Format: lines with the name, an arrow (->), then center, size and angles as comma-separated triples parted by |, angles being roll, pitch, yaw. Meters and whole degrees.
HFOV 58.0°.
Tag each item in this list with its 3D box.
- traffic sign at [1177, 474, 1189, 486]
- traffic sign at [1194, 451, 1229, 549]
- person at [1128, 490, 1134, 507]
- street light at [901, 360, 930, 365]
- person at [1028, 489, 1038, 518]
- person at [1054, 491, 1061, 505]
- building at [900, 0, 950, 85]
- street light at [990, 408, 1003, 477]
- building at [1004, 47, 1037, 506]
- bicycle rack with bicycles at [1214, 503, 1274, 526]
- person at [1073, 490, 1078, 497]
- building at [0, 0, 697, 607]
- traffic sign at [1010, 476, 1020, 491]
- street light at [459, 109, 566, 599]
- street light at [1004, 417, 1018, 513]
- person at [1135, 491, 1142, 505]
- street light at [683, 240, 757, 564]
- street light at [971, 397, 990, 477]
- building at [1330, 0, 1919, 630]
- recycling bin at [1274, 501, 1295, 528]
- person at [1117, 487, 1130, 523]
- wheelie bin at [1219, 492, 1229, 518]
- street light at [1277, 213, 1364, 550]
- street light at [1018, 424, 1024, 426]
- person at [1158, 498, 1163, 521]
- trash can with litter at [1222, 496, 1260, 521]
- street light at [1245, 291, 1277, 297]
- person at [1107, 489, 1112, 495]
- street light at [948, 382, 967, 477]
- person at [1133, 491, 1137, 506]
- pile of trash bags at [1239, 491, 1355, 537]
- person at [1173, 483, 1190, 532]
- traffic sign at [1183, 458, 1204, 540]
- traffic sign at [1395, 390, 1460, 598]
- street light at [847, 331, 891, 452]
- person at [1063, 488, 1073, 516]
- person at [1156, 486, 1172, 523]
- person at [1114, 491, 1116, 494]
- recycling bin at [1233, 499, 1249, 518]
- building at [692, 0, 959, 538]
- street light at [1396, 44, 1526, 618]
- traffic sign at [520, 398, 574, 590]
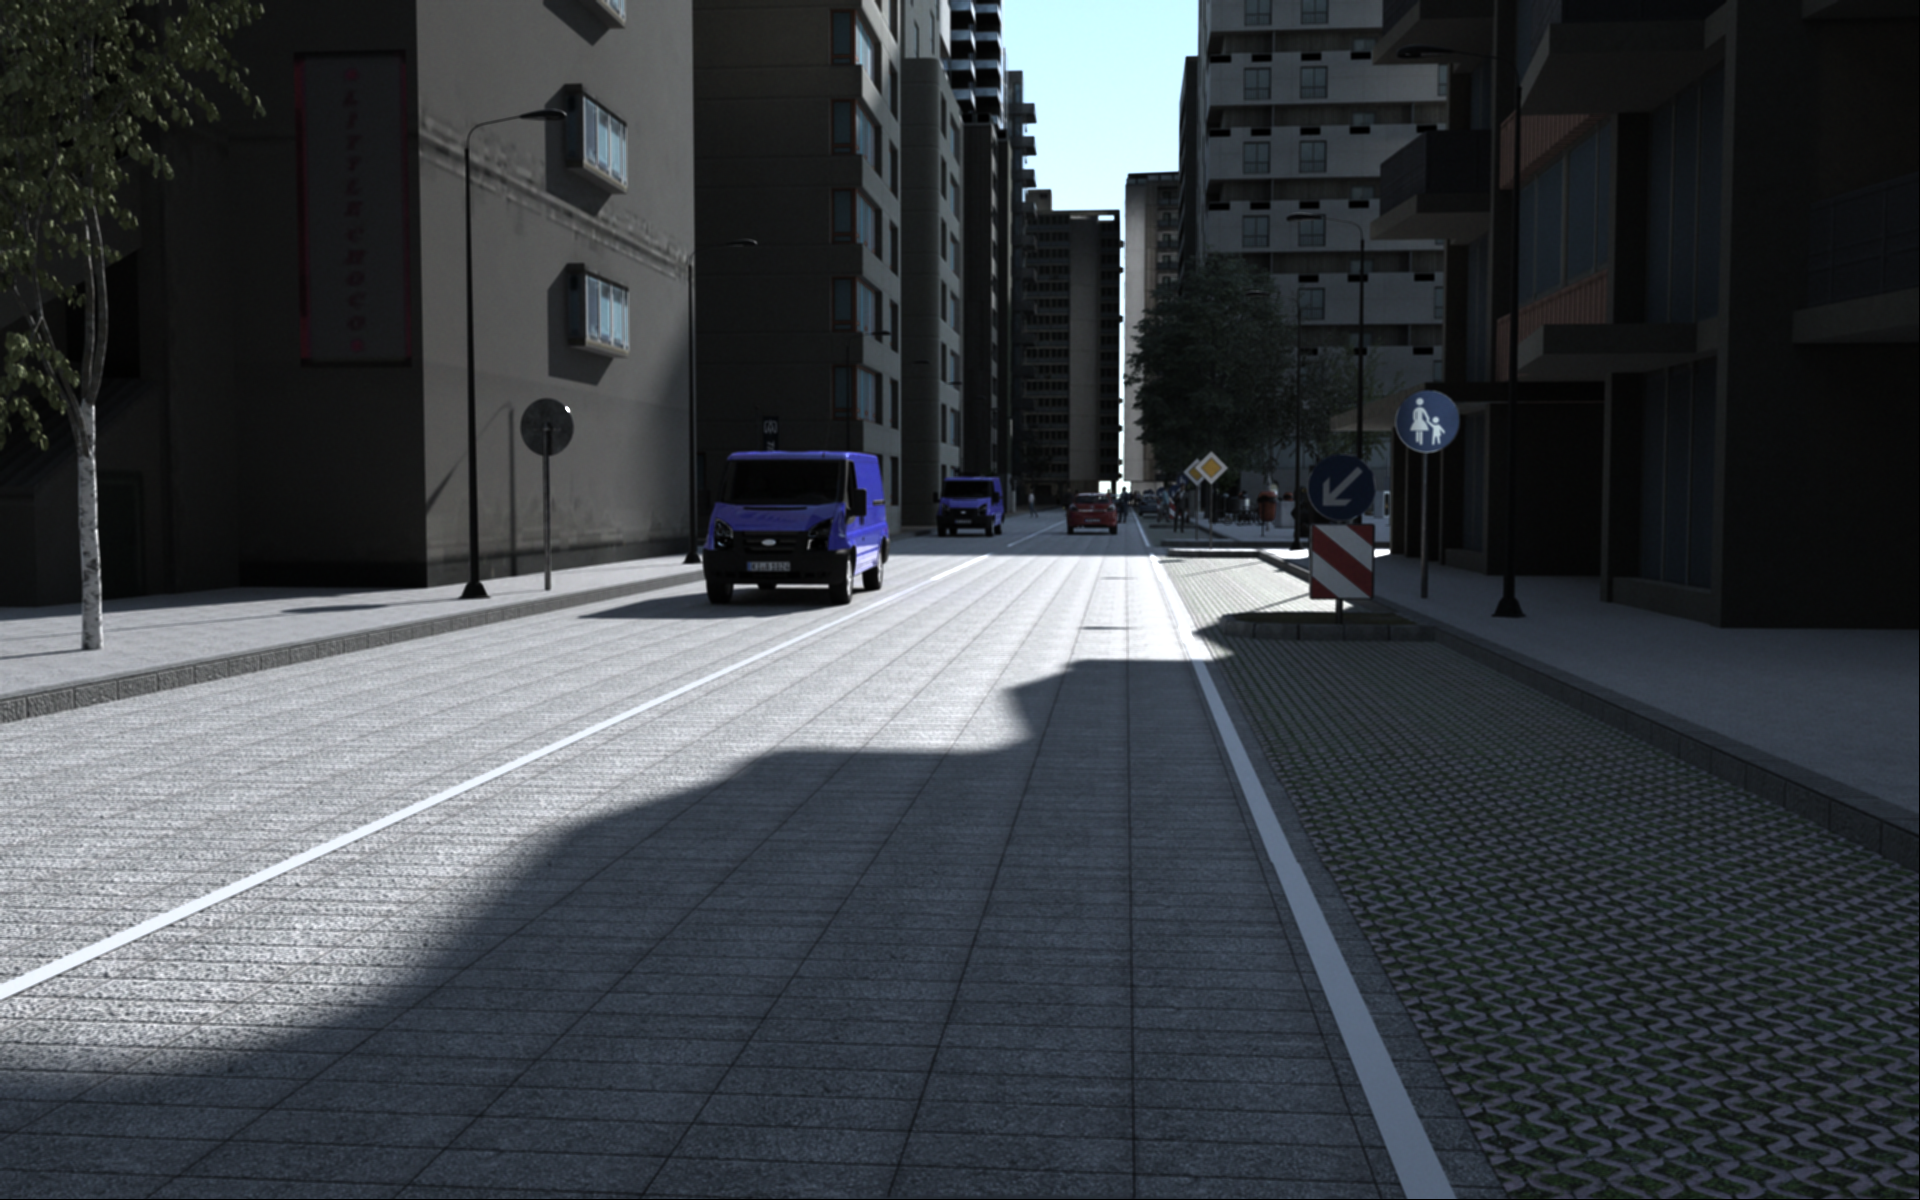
traffic sign -> 14.443, -6.866, 112.371 | 0.768, 2.556, 0.104 | 1, 4, 9
traffic sign -> 5.817, -2.232, 40.142 | 0.795, 2.450, 0.064 | 0, 4, 5
person -> 18.798, -11.103, 189.899 | 0.709, 1.838, 0.599 | -2, 4, -28
street light -> -1.724, -5.364, 60.244 | 1.470, 5.913, 1.316 | 0, 4, 5
person -> 4.457, -5.855, 104.906 | 0.598, 1.740, 0.731 | 1, 4, 17
person -> 11.567, -12.009, 204.942 | 1.348, 1.812, 0.705 | -3, 5, -42
building -> -14.996, -31.559, 105.221 | 28.713, 52.752, 27.495 | 0, 4, 5
street light -> 1.455, -7.400, 93.529 | 1.470, 5.913, 1.316 | 0, 4, 5
building -> -7.165, -34.740, 187.607 | 30.456, 49.044, 23.786 | 0, 4, 5
bicycle rack with bicycles -> 11.931, -3.549, 71.403 | 2.925, 0.926, 2.852 | -2, 4, -24
person -> 10.892, -9.331, 161.068 | 1.348, 1.823, 0.705 | 3, 5, 40
building -> -17.306, -24.695, 27.462 | 21.600, 48.544, 21.300 | 0, 4, 5
traffic sign -> 3.821, -7.374, 120.664 | 0.768, 2.556, 0.104 | 1, 4, 13
street light -> -5.446, -2.971, 21.121 | 1.470, 5.913, 1.316 | 0, 4, 5
street light -> 2.569, -8.054, 104.223 | 1.470, 5.913, 1.316 | 0, 4, 5
person -> 17.243, -9.643, 167.099 | 0.756, 1.711, 0.436 | 0, 4, 6
street light -> -4.408, -3.626, 31.823 | 1.470, 5.913, 1.316 | 0, 4, 5
street light -> 0.520, -6.733, 82.618 | 1.470, 5.913, 1.316 | 0, 4, 5
building -> 17.637, -22.503, 22.553 | 22.147, 44.769, 28.867 | 0, 4, 5
recycling bin -> 12.295, -3.223, 65.252 | 0.722, 1.027, 0.722 | -1, 4, -11
person -> 8.049, -4.692, 85.404 | 0.721, 1.800, 0.419 | 3, 5, 43
wheelie bin -> 14.002, -5.218, 93.218 | 0.980, 1.594, 0.693 | 1, 4, 18
street light -> 6.098, -3.439, 28.772 | 1.470, 5.913, 1.316 | 0, 4, 5
street light -> 3.545, -8.713, 114.994 | 1.470, 5.913, 1.316 | 0, 4, 5
person -> 10.719, -4.790, 91.829 | 0.382, 1.210, 0.505 | -2, 4, -34
trash can with litter -> 13.558, -4.408, 83.122 | 2.233, 1.210, 1.678 | 0, 4, -4
street light -> 7.217, -4.111, 39.754 | 1.470, 5.913, 1.316 | 0, 4, 5
person -> 11.039, -7.346, 128.571 | 1.348, 1.831, 0.705 | 1, 4, 9
street light -> -0.593, -6.063, 71.675 | 1.470, 5.913, 1.316 | 0, 4, 5
person -> 20.152, -11.639, 198.742 | 0.705, 1.831, 1.348 | 3, 5, 40
pile of trash bags -> 10.401, -2.569, 51.762 | 3.447, 1.369, 1.912 | 3, 5, 41
person -> 8.224, -3.420, 64.386 | 0.622, 1.834, 0.822 | 0, 3, 0
traffic sign -> 6.576, -2.719, 48.091 | 0.795, 2.450, 0.064 | 0, 4, 5
traffic sign -> 5.727, -1.295, 21.284 | 0.768, 2.556, 0.104 | 1, 4, 12
street light -> -2.663, -4.706, 49.488 | 1.470, 5.913, 1.316 | 0, 4, 5
person -> 7.450, -6.425, 113.771 | 1.509, 1.804, 0.699 | 3, 4, 37
person -> 10.216, -4.782, 86.549 | 0.748, 1.841, 0.638 | 1, 4, 17
person -> 17.532, -11.460, 196.593 | 0.721, 1.735, 1.217 | 2, 4, 24
recycling bin -> 15.022, -4.895, 92.595 | 0.722, 1.027, 0.722 | 2, 4, 28
building -> -15.164, -13.439, 64.770 | 27.650, 21.520, 28.899 | 0, 4, 5
street light -> 5.211, -2.782, 18.032 | 1.470, 5.913, 1.316 | 0, 4, 5
traffic sign -> -5.508, -1.405, 23.071 | 0.768, 2.556, 0.104 | 1, 4, 13
